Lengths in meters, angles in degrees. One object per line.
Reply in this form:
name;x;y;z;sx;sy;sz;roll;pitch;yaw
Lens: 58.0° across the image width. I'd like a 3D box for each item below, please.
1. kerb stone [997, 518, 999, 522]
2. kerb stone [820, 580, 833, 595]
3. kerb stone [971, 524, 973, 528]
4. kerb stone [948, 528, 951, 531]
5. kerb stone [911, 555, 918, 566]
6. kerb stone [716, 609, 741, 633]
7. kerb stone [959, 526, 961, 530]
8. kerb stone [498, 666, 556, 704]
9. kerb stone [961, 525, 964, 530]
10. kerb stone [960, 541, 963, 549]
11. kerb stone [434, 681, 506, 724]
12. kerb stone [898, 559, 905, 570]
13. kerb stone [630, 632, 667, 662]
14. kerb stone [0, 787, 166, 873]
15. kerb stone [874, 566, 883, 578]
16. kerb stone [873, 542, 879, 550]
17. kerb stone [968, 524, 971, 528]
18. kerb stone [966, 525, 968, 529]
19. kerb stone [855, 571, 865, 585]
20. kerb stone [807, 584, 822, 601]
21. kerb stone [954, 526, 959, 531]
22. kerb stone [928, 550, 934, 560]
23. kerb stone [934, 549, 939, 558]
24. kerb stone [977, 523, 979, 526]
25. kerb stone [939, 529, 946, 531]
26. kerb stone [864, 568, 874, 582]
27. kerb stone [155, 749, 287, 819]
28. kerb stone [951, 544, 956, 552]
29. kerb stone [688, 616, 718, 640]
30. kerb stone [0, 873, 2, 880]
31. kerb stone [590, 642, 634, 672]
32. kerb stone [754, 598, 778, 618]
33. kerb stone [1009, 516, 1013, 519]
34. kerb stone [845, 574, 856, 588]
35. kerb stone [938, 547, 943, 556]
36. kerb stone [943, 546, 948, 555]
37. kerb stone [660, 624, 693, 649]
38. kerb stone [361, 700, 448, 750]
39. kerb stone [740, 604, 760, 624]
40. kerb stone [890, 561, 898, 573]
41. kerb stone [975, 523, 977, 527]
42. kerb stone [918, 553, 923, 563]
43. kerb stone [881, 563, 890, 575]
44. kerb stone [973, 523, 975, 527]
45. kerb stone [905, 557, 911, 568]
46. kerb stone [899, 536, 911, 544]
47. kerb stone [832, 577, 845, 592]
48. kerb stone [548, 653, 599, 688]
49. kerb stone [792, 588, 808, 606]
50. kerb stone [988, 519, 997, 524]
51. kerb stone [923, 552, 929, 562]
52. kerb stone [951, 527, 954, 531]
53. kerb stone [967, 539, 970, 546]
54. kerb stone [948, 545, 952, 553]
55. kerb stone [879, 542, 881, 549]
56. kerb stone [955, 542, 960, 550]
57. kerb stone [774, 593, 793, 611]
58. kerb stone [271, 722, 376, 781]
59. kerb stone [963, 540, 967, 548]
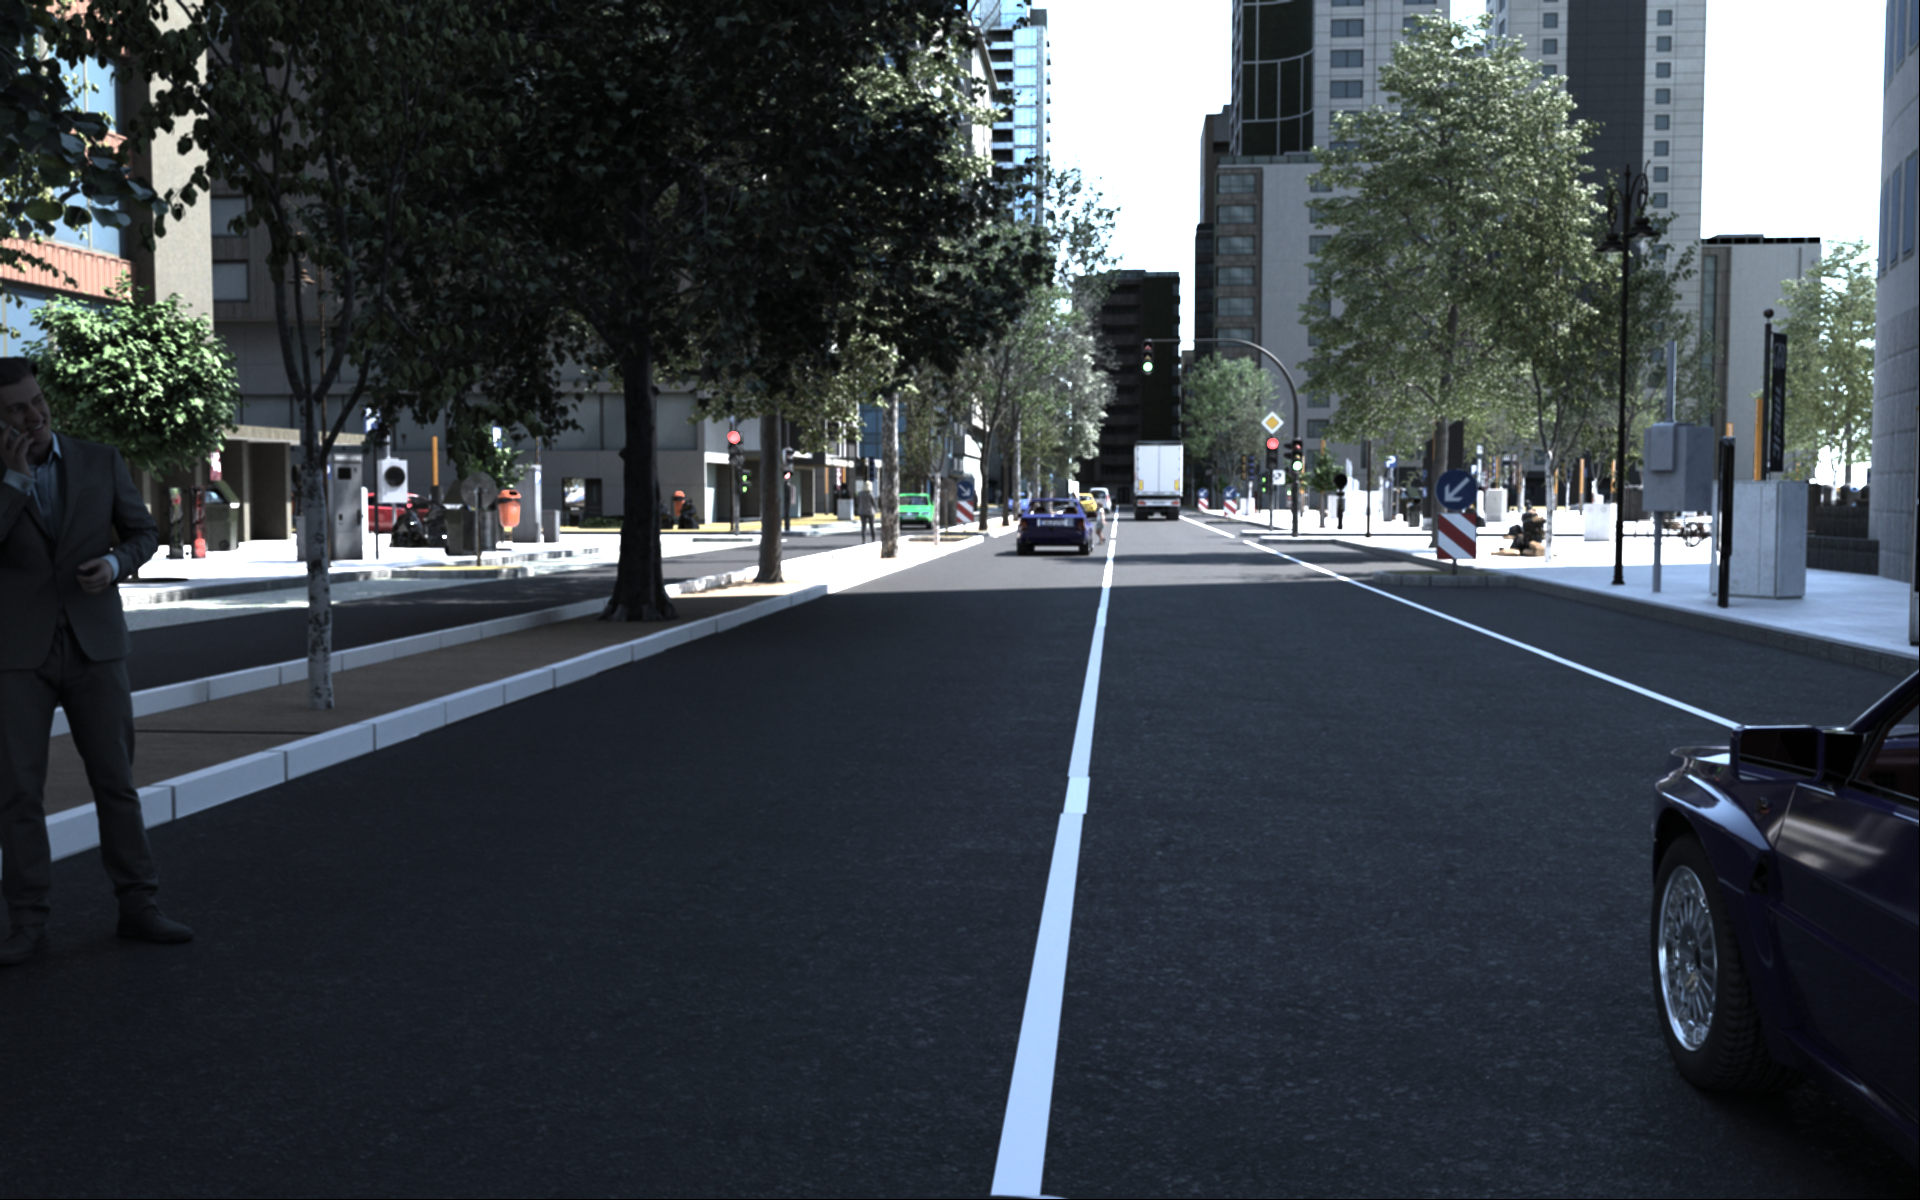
kerb stone;1.724;-3.993;87.481;0.120;0.150;1.000;0;4;5
kerb stone;-1.973;-0.140;24.491;0.120;0.150;1.000;0;4;5
kerb stone;0.320;-3.056;72.158;0.120;0.150;1.000;0;4;5
kerb stone;-0.535;-2.493;62.953;0.120;0.150;1.000;0;4;5
kerb stone;-1.016;-0.761;34.703;0.120;0.150;1.000;0;4;5
kerb stone;-2.515;0.234;18.364;0.120;0.150;1.000;0;4;5
kerb stone;-0.153;-2.743;67.046;0.120;0.150;1.000;0;4;5
kerb stone;-3.096;0.612;12.236;0.120;0.150;1.000;0;4;5
kerb stone;-0.060;-2.806;68.067;0.120;0.150;1.000;0;4;5
kerb stone;-0.081;-1.390;44.923;0.120;0.150;1.000;0;4;5
kerb stone;-3.190;0.672;11.206;0.120;0.150;1.000;0;4;5
kerb stone;-1.209;-0.635;32.657;0.120;0.150;1.000;0;4;5
kerb stone;-2.800;0.424;15.302;0.120;0.150;1.000;0;4;5
kerb stone;-3.564;0.925;7.107;0.120;0.150;1.000;0;4;5
kerb stone;-1.494;-0.447;29.597;0.120;0.150;1.000;0;4;5
kerb stone;-2.263;-1.339;44.087;0.120;0.150;1.000;0;4;5
kerb stone;0.228;-2.993;71.135;0.120;0.150;1.000;0;4;5
kerb stone;0.119;-2.930;70.108;0.120;0.150;1.000;0;4;5
kerb stone;-1.678;-0.328;27.555;0.120;0.150;1.000;0;4;5
kerb stone;-2.051;-0.078;23.471;0.120;0.150;1.000;0;4;5
kerb stone;-0.250;-2.680;66.022;0.120;0.150;1.000;0;4;5
kerb stone;-0.739;-0.947;37.765;0.120;0.150;1.000;0;4;5
kerb stone;-0.645;-1.015;38.796;0.120;0.150;1.000;0;4;5
kerb stone;0.597;-3.237;75.221;0.120;0.150;1.000;0;4;5
kerb stone;-0.619;-2.431;61.935;0.120;0.150;1.000;0;4;5
kerb stone;-1.588;-0.390;28.576;0.120;0.150;1.000;0;4;5
kerb stone;-3.466;0.861;8.124;0.120;0.150;1.000;0;4;5
kerb stone;-0.273;-1.260;42.886;0.120;0.150;1.000;0;4;5
kerb stone;-2.623;0.297;17.348;0.120;0.150;1.000;0;4;5
kerb stone;-3.657;0.985;6.089;0.120;0.150;1.000;0;4;5
kerb stone;-2.911;0.485;14.274;0.120;0.150;1.000;0;4;5
kerb stone;-2.339;0.109;20.416;0.120;0.150;1.000;0;4;5
kerb stone;3.139;-4.929;102.778;0.120;0.150;1.000;0;4;5
kerb stone;-1.773;-0.266;26.537;0.120;0.150;1.000;0;4;5
kerb stone;-0.552;-1.078;39.814;0.120;0.150;1.000;0;4;5
kerb stone;-0.446;-1.140;40.830;0.120;0.150;1.000;0;4;5
kerb stone;-2.720;0.359;16.329;0.120;0.150;1.000;0;4;5
kerb stone;-3.278;0.735;10.180;0.120;0.150;1.000;0;4;5
kerb stone;-2.431;0.179;19.388;0.120;0.150;1.000;0;4;5
kerb stone;-1.306;-0.577;31.637;0.120;0.150;1.000;0;4;5
kerb stone;0.507;-3.179;74.197;0.120;0.150;1.000;0;4;5
kerb stone;-0.930;-0.827;35.723;0.120;0.150;1.000;0;4;5
kerb stone;-1.400;-0.515;30.614;0.120;0.150;1.000;0;4;5
kerb stone;0.415;-3.116;73.178;0.120;0.150;1.000;0;4;5
kerb stone;-1.113;-0.699;33.686;0.120;0.150;1.000;0;4;5
kerb stone;-1.619;-1.776;51.227;0.120;0.150;1.000;0;4;5
kerb stone;-1.874;-0.203;25.512;0.120;0.150;1.000;0;4;5
kerb stone;-2.991;0.547;13.255;0.120;0.150;1.000;0;4;5
kerb stone;-2.148;-0.014;22.453;0.120;0.150;1.000;0;4;5
kerb stone;1.637;-3.929;86.458;0.120;0.150;1.000;0;4;5
kerb stone;-0.831;-0.890;36.746;0.120;0.150;1.000;0;4;5
kerb stone;-0.437;-2.555;63.971;0.120;0.150;1.000;0;4;5
kerb stone;0.109;-1.515;46.967;0.120;0.150;1.000;0;4;5
kerb stone;-0.369;-1.202;41.856;0.120;0.150;1.000;0;4;5
kerb stone;-2.171;-1.401;45.105;0.120;0.150;1.000;0;4;5
kerb stone;-0.174;-1.327;43.905;0.120;0.150;1.000;0;4;5
kerb stone;-2.250;0.046;21.436;0.120;0.150;1.000;0;4;5
kerb stone;-3.374;0.798;9.156;0.120;0.150;1.000;0;4;5
kerb stone;0.015;-1.452;45.941;0.120;0.150;1.000;0;4;5
